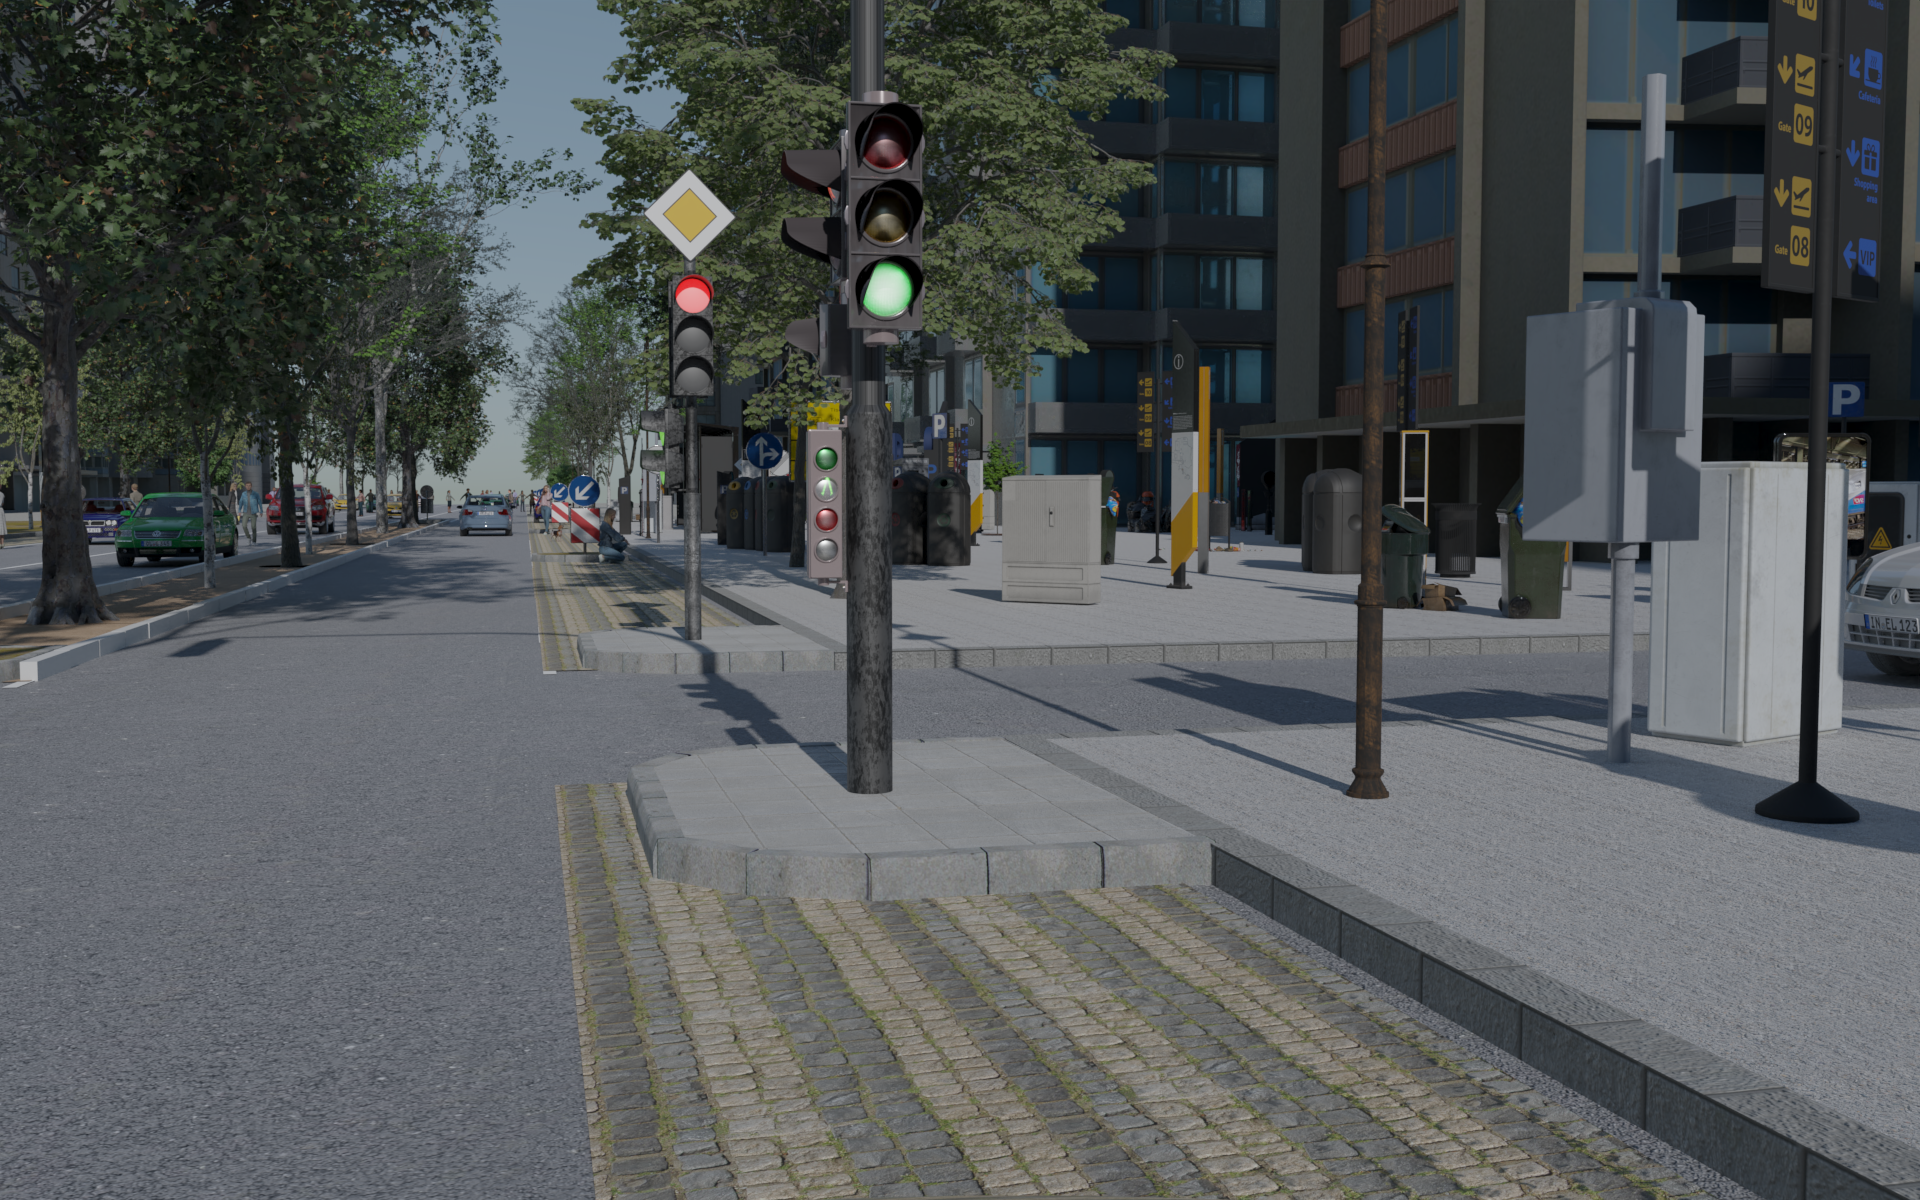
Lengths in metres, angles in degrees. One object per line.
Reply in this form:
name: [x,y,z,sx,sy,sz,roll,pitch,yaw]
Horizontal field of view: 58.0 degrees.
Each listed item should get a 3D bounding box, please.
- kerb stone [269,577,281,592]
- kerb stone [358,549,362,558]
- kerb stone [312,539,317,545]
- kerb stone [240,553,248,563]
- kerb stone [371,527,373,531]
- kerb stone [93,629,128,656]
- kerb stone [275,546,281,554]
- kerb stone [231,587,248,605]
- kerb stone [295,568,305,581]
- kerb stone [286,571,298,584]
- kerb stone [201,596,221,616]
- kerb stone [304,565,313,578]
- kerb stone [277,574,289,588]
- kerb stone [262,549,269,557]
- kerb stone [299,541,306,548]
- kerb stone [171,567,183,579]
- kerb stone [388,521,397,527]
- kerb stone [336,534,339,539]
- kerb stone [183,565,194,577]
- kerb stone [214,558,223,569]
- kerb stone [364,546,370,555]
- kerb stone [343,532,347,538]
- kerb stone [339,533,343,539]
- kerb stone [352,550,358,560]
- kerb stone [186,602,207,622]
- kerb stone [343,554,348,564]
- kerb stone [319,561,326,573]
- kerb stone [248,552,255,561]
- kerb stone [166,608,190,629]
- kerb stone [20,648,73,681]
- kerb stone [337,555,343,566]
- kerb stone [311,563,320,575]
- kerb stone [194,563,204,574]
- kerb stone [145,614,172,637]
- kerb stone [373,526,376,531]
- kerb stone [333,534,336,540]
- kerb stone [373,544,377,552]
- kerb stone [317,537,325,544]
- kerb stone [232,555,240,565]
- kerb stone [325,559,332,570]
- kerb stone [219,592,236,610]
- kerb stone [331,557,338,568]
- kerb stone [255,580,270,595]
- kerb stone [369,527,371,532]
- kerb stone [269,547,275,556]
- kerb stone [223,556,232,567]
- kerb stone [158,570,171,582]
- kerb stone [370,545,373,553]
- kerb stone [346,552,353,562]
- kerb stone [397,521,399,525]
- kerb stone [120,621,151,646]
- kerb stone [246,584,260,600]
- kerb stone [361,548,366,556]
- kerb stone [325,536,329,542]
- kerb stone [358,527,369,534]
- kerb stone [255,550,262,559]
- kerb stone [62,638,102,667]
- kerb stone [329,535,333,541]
kerb stone: [-10.233,-0.210,25.651,0.120,0.150,1.000,-1,4,-14]
kerb stone: [-13.496,-0.999,38.576,0.120,0.150,1.000,-1,4,-14]
kerb stone: [-18.028,-1.579,48.012,0.120,0.150,1.000,-1,4,-14]
kerb stone: [-15.028,-0.849,36.074,0.120,0.150,1.000,-1,4,-14]
kerb stone: [-22.528,-2.674,65.921,0.120,0.150,1.000,-1,4,-14]
kerb stone: [-7.748,0.399,15.707,0.120,0.150,1.000,-1,4,-14]
kerb stone: [-16.274,-1.150,41.048,0.120,0.150,1.000,-1,4,-14]
kerb stone: [-9.495,-0.028,22.659,0.120,0.150,1.000,-1,4,-14]
kerb stone: [-10.994,-0.394,28.637,0.120,0.150,1.000,-1,4,-14]
kerb stone: [-10.742,-0.333,27.645,0.120,0.150,1.000,-1,4,-14]
kerb stone: [-8.999,0.093,20.676,0.120,0.150,1.000,-1,4,-14]
kerb stone: [-11.239,-0.451,29.629,0.120,0.150,1.000,-1,4,-14]
kerb stone: [-10.490,-0.270,26.650,0.120,0.150,1.000,-1,4,-14]
kerb stone: [-15.779,-1.027,39.052,0.120,0.150,1.000,-1,4,-14]
kerb stone: [-17.785,-1.518,47.016,0.120,0.150,1.000,-1,4,-14]
kerb stone: [-13.276,-0.422,29.120,0.120,0.150,1.000,-1,4,-14]
kerb stone: [-25.533,-3.404,77.860,0.120,0.150,1.000,-1,4,-14]
kerb stone: [-19.537,-1.944,53.978,0.120,0.150,1.000,-1,4,-14]
kerb stone: [-13.520,-0.484,30.117,0.120,0.150,1.000,-1,4,-14]
kerb stone: [-14.276,-0.667,33.095,0.120,0.150,1.000,-1,4,-14]
kerb stone: [-13.994,-1.121,40.564,0.120,0.150,1.000,-1,4,-14]
kerb stone: [-20.024,-2.067,55.985,0.120,0.150,1.000,-1,4,-14]
kerb stone: [-19.783,-2.005,54.976,0.120,0.150,1.000,-1,4,-14]
kerb stone: [-13.238,-0.940,37.576,0.120,0.150,1.000,-1,4,-14]
kerb stone: [-8.738,0.163,19.681,0.120,0.150,1.000,-1,4,-14]
kerb stone: [-12.743,-0.819,35.589,0.120,0.150,1.000,-1,4,-14]
kerb stone: [-11.735,-0.576,31.615,0.120,0.150,1.000,-1,4,-14]
kerb stone: [-15.277,-0.909,37.069,0.120,0.150,1.000,-1,4,-14]
kerb stone: [-8.495,0.217,18.688,0.120,0.150,1.000,-1,4,-14]
kerb stone: [-7.242,0.518,13.727,0.120,0.150,1.000,-1,4,-14]
kerb stone: [-12.487,-0.758,34.595,0.120,0.150,1.000,-1,4,-14]
kerb stone: [-11.485,-0.515,30.621,0.120,0.150,1.000,-1,4,-14]
kerb stone: [-13.780,-0.545,31.109,0.120,0.150,1.000,-1,4,-14]
kerb stone: [-8.242,0.276,17.697,0.120,0.150,1.000,-1,4,-14]
kerb stone: [-22.780,-2.732,66.916,0.120,0.150,1.000,-1,4,-14]
kerb stone: [-19.275,-1.883,52.977,0.120,0.150,1.000,-1,4,-14]
kerb stone: [-14.492,-1.246,42.561,0.120,0.150,1.000,-1,4,-14]
kerb stone: [-18.521,-1.697,49.996,0.120,0.150,1.000,-1,4,-14]
kerb stone: [-14.778,-0.783,35.084,0.120,0.150,1.000,-1,4,-14]
kerb stone: [-11.985,-0.637,32.610,0.120,0.150,1.000,-1,4,-14]
kerb stone: [-9.242,0.032,21.669,0.120,0.150,1.000,-1,4,-14]
kerb stone: [-12.236,-0.698,33.604,0.120,0.150,1.000,-1,4,-14]
kerb stone: [-9.995,-0.151,24.657,0.120,0.150,1.000,-1,4,-14]
kerb stone: [-22.281,-2.614,64.929,0.120,0.150,1.000,-1,4,-14]
kerb stone: [-16.027,-1.090,40.056,0.120,0.150,1.000,-1,4,-14]
kerb stone: [-14.530,-0.727,34.087,0.120,0.150,1.000,-1,4,-14]
kerb stone: [-13.028,-0.363,28.127,0.120,0.150,1.000,-1,4,-14]
kerb stone: [-14.246,-1.183,41.565,0.120,0.150,1.000,-1,4,-14]
kerb stone: [-12.986,-0.880,36.585,0.120,0.150,1.000,-1,4,-14]
kerb stone: [-25.777,-3.465,78.855,0.120,0.150,1.000,-1,4,-14]
kerb stone: [-8.000,0.336,16.702,0.120,0.150,1.000,-1,4,-14]
kerb stone: [-9.733,-0.089,23.653,0.120,0.150,1.000,-1,4,-14]
kerb stone: [-13.747,-1.061,39.572,0.120,0.150,1.000,-1,4,-14]
kerb stone: [-18.778,-1.758,50.985,0.120,0.150,1.000,-1,4,-14]
kerb stone: [-22.029,-2.552,63.935,0.120,0.150,1.000,-1,4,-14]
kerb stone: [-15.534,-0.963,38.058,0.120,0.150,1.000,-1,4,-14]
kerb stone: [-7.501,0.458,14.715,0.120,0.150,1.000,-1,4,-14]
kerb stone: [-19.020,-1.818,51.985,0.120,0.150,1.000,-1,4,-14]
